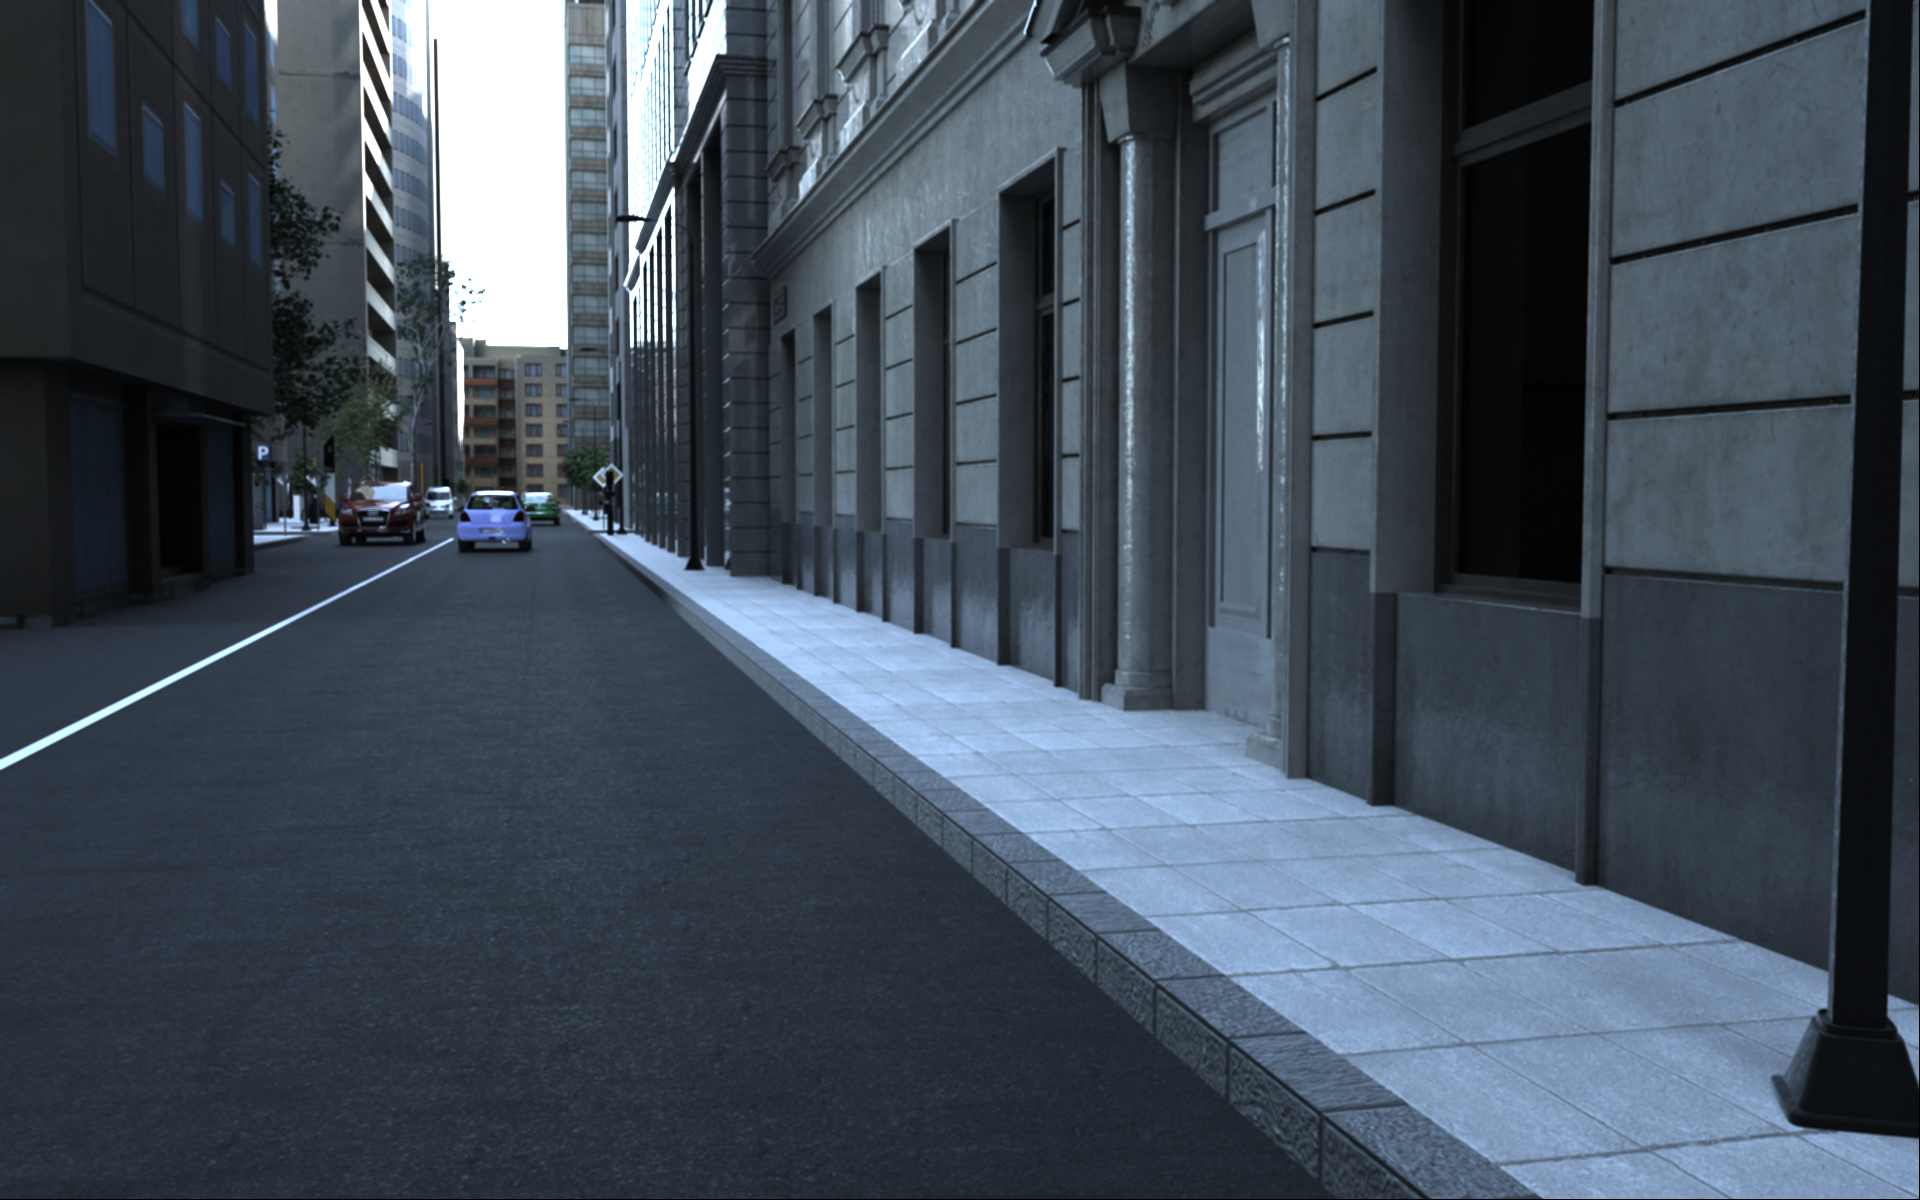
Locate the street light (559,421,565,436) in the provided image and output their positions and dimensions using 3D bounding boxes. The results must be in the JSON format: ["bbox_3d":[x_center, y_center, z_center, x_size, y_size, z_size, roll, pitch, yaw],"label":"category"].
[{"bbox_3d":[-24.395,-8.384,109.620,1.470,5.913,1.316,-1,4,-14],"label":"street light"}]

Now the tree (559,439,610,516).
[{"bbox_3d":[-22.442,-7.372,104.242,4.285,4.588,4.351,0,3,0],"label":"tree"}]

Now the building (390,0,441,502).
[{"bbox_3d":[-55.354,-36.819,143.981,21.231,58.520,28.212,-1,4,-14],"label":"building"}]

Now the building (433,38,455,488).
[{"bbox_3d":[-56.550,-31.574,166.350,14.600,45.320,14.200,-1,4,-14],"label":"building"}]

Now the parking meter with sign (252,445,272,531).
[{"bbox_3d":[-24.975,-3.966,61.100,0.543,3.016,1.738,0,4,8],"label":"parking meter with sign"}]

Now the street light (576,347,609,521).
[{"bbox_3d":[-11.324,-5.042,54.985,1.470,5.913,1.316,-1,4,-14],"label":"street light"}]

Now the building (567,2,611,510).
[{"bbox_3d":[-26.575,-28.516,149.825,14.154,41.232,14.086,-1,4,-14],"label":"building"}]

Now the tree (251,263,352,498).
[{"bbox_3d":[-20.415,-6.052,49.319,4.737,8.622,4.395,0,3,0],"label":"tree"}]

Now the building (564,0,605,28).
[{"bbox_3d":[-23.998,-35.608,171.436,28.713,52.752,27.495,-1,4,-14],"label":"building"}]

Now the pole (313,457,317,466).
[{"bbox_3d":[-35.056,-6.137,94.189,0.158,3.312,0.155,0,3,0],"label":"pole"}]

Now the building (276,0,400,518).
[{"bbox_3d":[-45.382,-29.246,101.879,21.300,48.544,21.600,-1,4,-14],"label":"building"}]

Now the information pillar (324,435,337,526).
[{"bbox_3d":[-25.084,-4.746,68.952,0.504,3.616,0.183,2,4,25],"label":"information pillar"}]

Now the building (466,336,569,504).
[{"bbox_3d":[-63.865,-23.403,227.672,28.899,21.520,27.650,-1,4,-14],"label":"building"}]

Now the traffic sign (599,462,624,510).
[{"bbox_3d":[-11.070,-3.147,55.094,0.795,2.450,0.064,-1,4,-14],"label":"traffic sign"}]

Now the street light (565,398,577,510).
[{"bbox_3d":[-18.214,-6.808,83.845,1.470,5.913,1.316,-1,4,-14],"label":"street light"}]

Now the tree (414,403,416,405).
[{"bbox_3d":[-30.693,-8.571,90.493,4.737,8.622,4.395,0,3,0],"label":"tree"}]

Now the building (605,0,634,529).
[{"bbox_3d":[-4.383,-38.827,73.069,20.611,71.187,20.563,-1,4,-14],"label":"building"}]

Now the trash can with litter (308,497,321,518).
[{"bbox_3d":[-34.752,-4.971,92.670,1.055,1.170,0.624,1,4,18],"label":"trash can with litter"}]

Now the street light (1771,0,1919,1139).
[{"bbox_3d":[1.333,-1.882,3.306,1.470,5.913,1.316,-1,4,-14],"label":"street light"}]

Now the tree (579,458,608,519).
[{"bbox_3d":[-18.941,-5.895,90.986,1.663,3.219,1.824,0,3,0],"label":"tree"}]

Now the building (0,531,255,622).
[{"bbox_3d":[-17.625,-22.749,22.062,14.600,45.320,14.200,-1,4,-14],"label":"building"}]

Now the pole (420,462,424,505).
[{"bbox_3d":[-34.747,-7.215,111.814,0.158,3.312,0.155,0,3,0],"label":"pole"}]

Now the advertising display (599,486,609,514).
[{"bbox_3d":[-22.274,-6.343,108.915,0.974,1.923,0.123,-1,4,-15],"label":"advertising display"}]

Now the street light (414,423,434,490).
[{"bbox_3d":[-34.822,-8.562,112.524,1.470,5.913,1.316,-1,4,-14],"label":"street light"}]

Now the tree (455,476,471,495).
[{"bbox_3d":[-51.648,-11.339,179.986,1.663,3.219,1.824,0,3,0],"label":"tree"}]

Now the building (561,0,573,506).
[{"bbox_3d":[-34.324,-40.103,197.677,21.231,58.520,28.212,-1,4,-14],"label":"building"}]

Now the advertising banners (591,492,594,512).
[{"bbox_3d":[-25.870,-7.676,121.683,0.090,3.025,2.074,-1,4,-16],"label":"advertising banners"}]

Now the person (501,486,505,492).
[{"bbox_3d":[-20.424,-4.198,77.551,0.576,1.772,0.534,-2,4,-28],"label":"person"}]

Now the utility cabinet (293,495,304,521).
[{"bbox_3d":[-32.154,-4.476,84.337,0.306,1.237,1.020,-3,4,-38],"label":"utility cabinet"}]

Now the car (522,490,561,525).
[{"bbox_3d":[-19.562,-4.394,80.640,1.959,1.807,4.718,-1,4,-13],"label":"car"}]

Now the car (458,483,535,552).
[{"bbox_3d":[-11.883,-2.126,44.356,1.945,1.707,3.694,-1,4,-12],"label":"car"}]

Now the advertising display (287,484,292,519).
[{"bbox_3d":[-34.940,-5.203,90.285,0.123,1.923,0.974,-2,4,-28],"label":"advertising display"}]

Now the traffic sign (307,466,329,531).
[{"bbox_3d":[-22.469,-3.483,60.589,0.795,2.450,0.064,-1,4,-14],"label":"traffic sign"}]

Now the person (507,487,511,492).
[{"bbox_3d":[-26.926,-5.814,103.336,0.755,1.850,0.659,0,4,-3],"label":"person"}]

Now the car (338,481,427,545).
[{"bbox_3d":[-16.714,-2.544,50.274,2.281,1.827,5.304,-1,4,-12],"label":"car"}]

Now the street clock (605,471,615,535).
[{"bbox_3d":[-10.911,-3.023,54.002,0.358,2.002,0.471,-1,4,-10],"label":"street clock"}]

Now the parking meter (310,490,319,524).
[{"bbox_3d":[-27.874,-4.059,74.779,0.372,1.533,0.369,0,3,0],"label":"parking meter"}]

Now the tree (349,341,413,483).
[{"bbox_3d":[-29.345,-8.076,82.400,4.737,8.622,4.395,0,3,0],"label":"tree"}]

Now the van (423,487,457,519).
[{"bbox_3d":[-30.544,-5.781,101.523,2.013,2.044,4.112,-1,4,-15],"label":"van"}]

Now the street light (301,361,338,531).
[{"bbox_3d":[-22.304,-5.376,60.445,1.470,5.913,1.316,-1,4,-14],"label":"street light"}]

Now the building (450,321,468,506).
[{"bbox_3d":[-70.301,-21.155,190.926,28.899,21.520,27.650,-1,4,-14],"label":"building"}]

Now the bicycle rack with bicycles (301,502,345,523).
[{"bbox_3d":[-28.578,-3.990,78.624,2.925,0.926,2.852,-2,4,-30],"label":"bicycle rack with bicycles"}]

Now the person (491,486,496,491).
[{"bbox_3d":[-22.284,-4.545,82.827,0.388,1.821,0.555,3,4,38],"label":"person"}]

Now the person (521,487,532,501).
[{"bbox_3d":[-23.860,-5.331,95.512,0.661,1.843,0.795,-2,4,-26],"label":"person"}]

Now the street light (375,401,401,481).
[{"bbox_3d":[-28.676,-6.983,86.716,1.470,5.913,1.316,-1,4,-14],"label":"street light"}]

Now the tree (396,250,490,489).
[{"bbox_3d":[-40.440,-16.400,124.027,12.611,20.169,13.585,0,3,0],"label":"tree"}]

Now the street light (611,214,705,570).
[{"bbox_3d":[-5.027,-3.455,29.038,1.470,5.913,1.316,-1,4,-14],"label":"street light"}]

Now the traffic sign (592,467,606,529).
[{"bbox_3d":[-12.942,-3.622,62.857,0.795,2.450,0.064,-1,4,-14],"label":"traffic sign"}]

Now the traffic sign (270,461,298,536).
[{"bbox_3d":[-20.597,-3.008,52.826,0.795,2.450,0.064,-1,4,-14],"label":"traffic sign"}]

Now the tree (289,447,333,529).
[{"bbox_3d":[-24.500,-4.284,64.651,1.663,3.219,1.824,0,3,0],"label":"tree"}]

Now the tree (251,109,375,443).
[{"bbox_3d":[-18.348,-7.453,38.863,9.611,12.733,9.660,0,3,0],"label":"tree"}]

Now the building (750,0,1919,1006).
[{"bbox_3d":[9.813,-14.062,6.330,17.030,29.872,44.131,-1,4,-14],"label":"building"}]

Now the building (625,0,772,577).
[{"bbox_3d":[-1.777,-16.147,41.503,11.434,29.767,29.804,-1,4,-14],"label":"building"}]
